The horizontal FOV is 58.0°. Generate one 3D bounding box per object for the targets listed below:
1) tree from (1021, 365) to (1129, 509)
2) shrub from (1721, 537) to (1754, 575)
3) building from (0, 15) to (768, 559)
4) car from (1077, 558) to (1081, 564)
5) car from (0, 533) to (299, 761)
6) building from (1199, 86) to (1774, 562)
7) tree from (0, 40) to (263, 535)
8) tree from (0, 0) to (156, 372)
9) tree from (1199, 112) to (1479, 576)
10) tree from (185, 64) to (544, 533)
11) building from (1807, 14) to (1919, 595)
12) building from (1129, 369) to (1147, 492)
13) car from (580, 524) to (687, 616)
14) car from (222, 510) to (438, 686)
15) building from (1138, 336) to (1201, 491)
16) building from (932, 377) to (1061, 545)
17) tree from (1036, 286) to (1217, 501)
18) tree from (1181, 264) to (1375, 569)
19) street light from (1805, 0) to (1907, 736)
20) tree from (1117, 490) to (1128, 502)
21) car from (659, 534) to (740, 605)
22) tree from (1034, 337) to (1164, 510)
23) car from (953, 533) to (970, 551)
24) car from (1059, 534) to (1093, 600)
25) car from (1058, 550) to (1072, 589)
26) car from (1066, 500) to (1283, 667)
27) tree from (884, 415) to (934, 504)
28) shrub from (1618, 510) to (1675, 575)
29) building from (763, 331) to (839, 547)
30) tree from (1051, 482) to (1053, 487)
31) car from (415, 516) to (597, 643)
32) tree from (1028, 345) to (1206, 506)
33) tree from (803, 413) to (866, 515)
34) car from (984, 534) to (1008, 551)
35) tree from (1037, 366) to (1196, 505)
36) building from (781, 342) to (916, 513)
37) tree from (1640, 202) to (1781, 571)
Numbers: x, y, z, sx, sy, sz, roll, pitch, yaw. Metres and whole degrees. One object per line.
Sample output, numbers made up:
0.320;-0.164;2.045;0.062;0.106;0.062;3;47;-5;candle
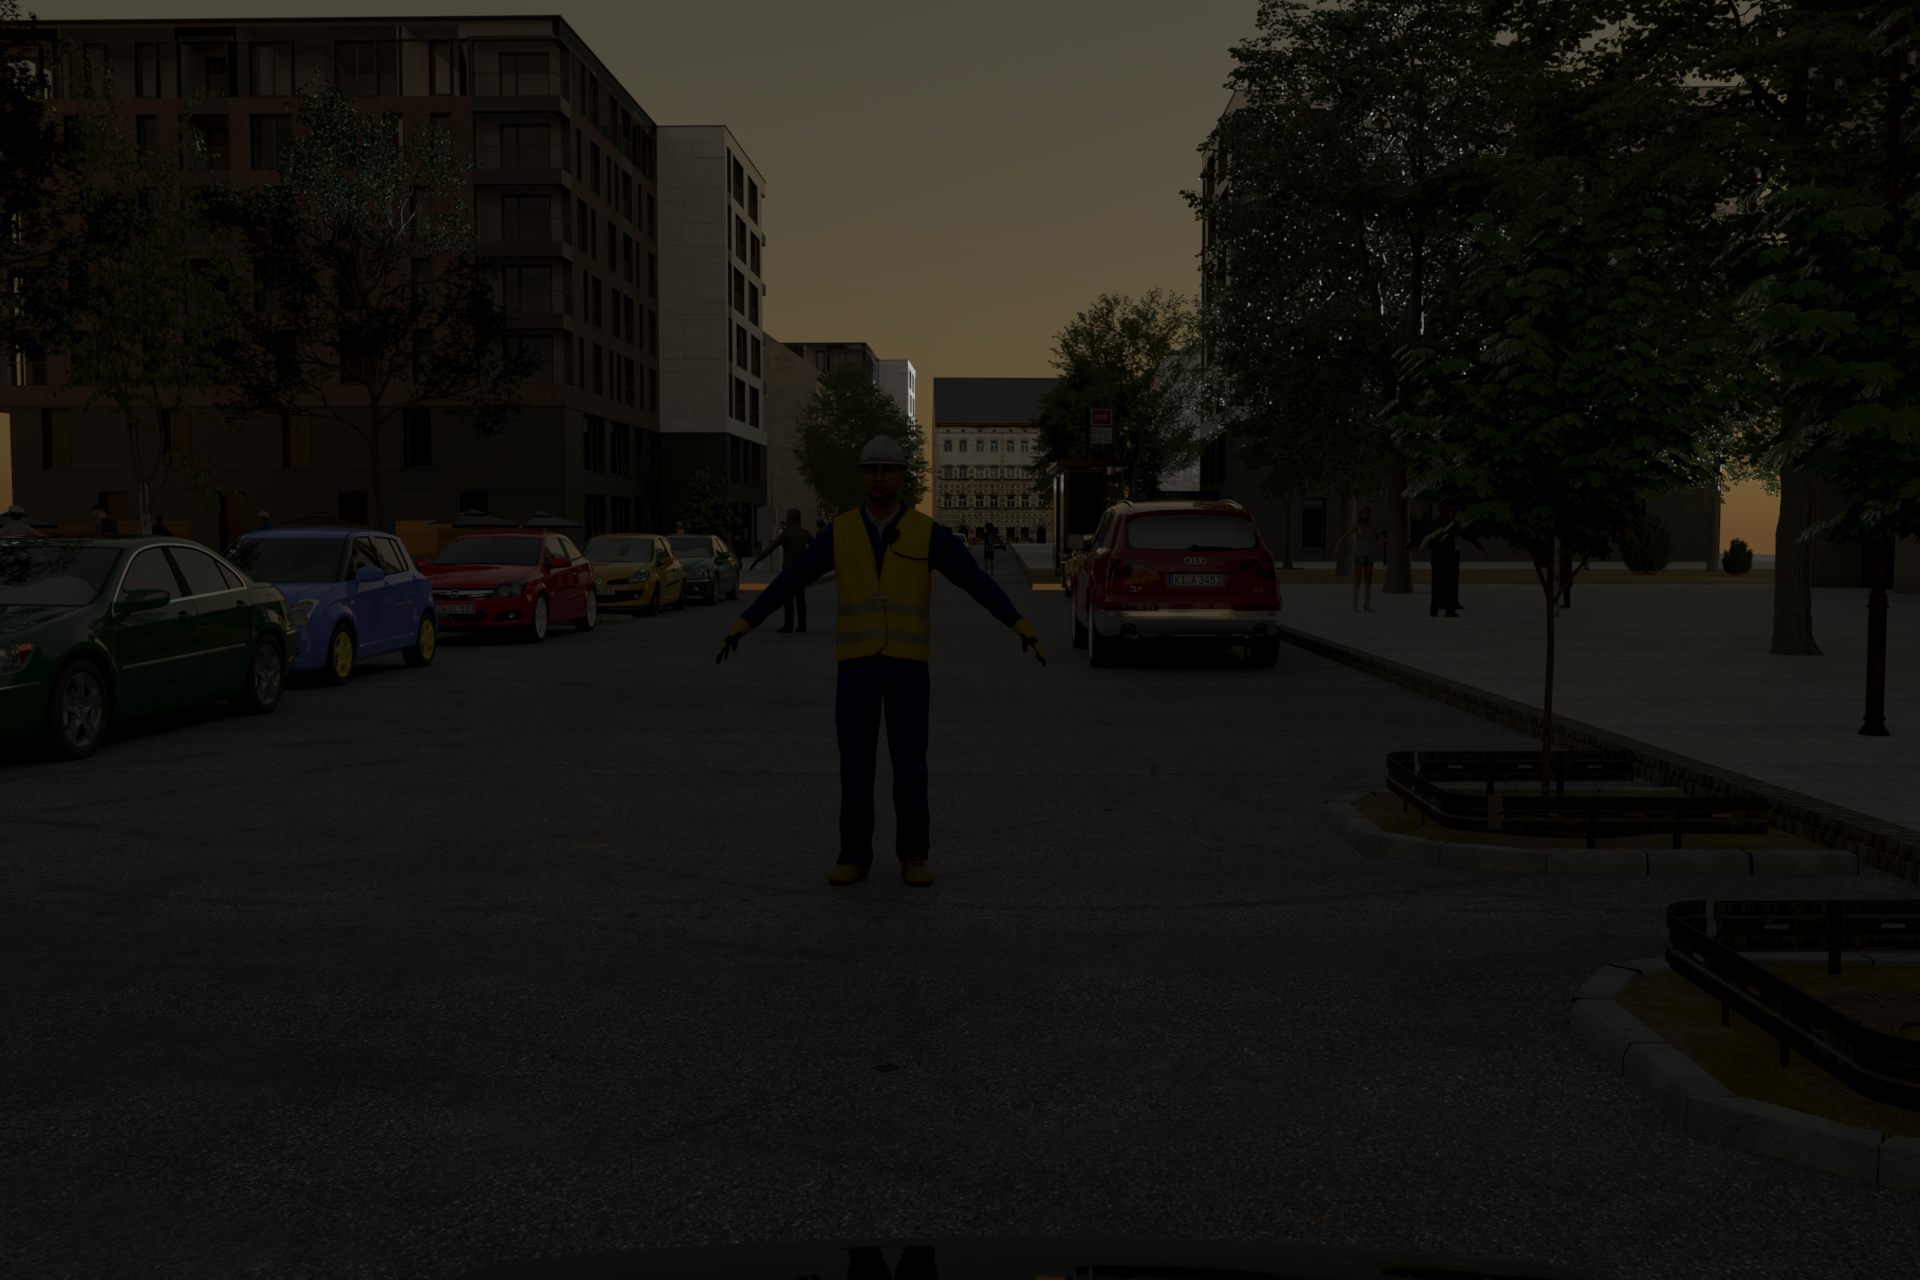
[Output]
7.960;-12.120;116.292;7.486;12.596;7.792;0;3;0;tree
24.108;-2.606;53.717;1.383;1.207;1.383;0;3;0;shrub
-25.703;-14.754;85.203;27.936;21.610;32.646;0;4;2;building
3.006;-1.167;29.296;2.015;1.641;3.980;0;4;1;car
-6.440;-0.040;12.458;2.131;1.459;4.920;0;4;1;car
27.029;-15.408;95.894;27.936;21.610;32.646;0;4;2;building
-12.509;-4.644;26.287;4.737;8.622;4.395;0;3;0;tree
-12.510;-5.133;18.329;7.601;10.594;8.767;-2;4;-33;tree
11.828;-8.949;52.972;9.857;13.997;8.962;0;3;0;tree
-12.162;-6.176;35.384;7.601;10.594;8.767;-1;4;-17;tree
29.199;-13.499;22.865;24.374;26.755;37.873;0;4;2;building
28.434;-20.000;193.462;16.747;18.905;31.486;0;4;1;building
-6.086;-1.293;31.369;2.015;1.641;3.980;0;4;1;car
-6.623;-0.483;17.481;1.945;1.707;3.694;0;4;2;car
27.572;-20.569;167.225;19.493;23.208;18.063;0;4;1;building
5.339;-24.957;241.434;18.063;23.208;19.493;0;4;-2;building
7.102;-9.040;73.566;9.928;11.665;9.643;0;3;0;tree
11.902;-8.388;62.906;9.928;11.665;9.643;0;3;0;tree
5.840;-2.330;10.889;0.468;5.910;1.993;0;4;2;street light
23.874;-18.428;235.704;7.601;10.594;8.767;0;4;-2;tree
-5.780;-1.504;36.381;2.131;1.459;4.920;0;4;1;car
7.961;-11.139;100.242;7.486;12.596;7.792;0;3;0;tree
-0.346;-5.815;103.877;1.959;1.807;4.718;0;4;1;car
3.240;-1.735;38.583;2.015;1.641;3.980;0;4;0;car
3.528;-1.952;44.492;1.945;1.354;3.894;0;4;0;car
2.414;-0.704;20.184;2.281;1.827;5.304;0;4;0;car
-6.143;-13.720;150.082;9.928;11.665;9.643;0;3;0;tree
21.751;-3.112;54.926;1.661;2.075;1.752;0;3;0;shrub
-22.332;-20.821;171.357;19.493;23.208;18.063;0;4;2;building
9.523;-11.907;145.048;4.360;8.622;3.978;0;3;0;tree
-6.350;-0.922;24.107;2.155;1.783;4.494;0;4;2;car
7.482;-9.074;82.779;8.767;10.594;7.601;0;4;2;tree
-6.937;-9.461;105.056;4.360;8.622;3.978;0;3;0;tree
2.973;-8.207;143.973;2.009;1.686;4.222;0;4;0;car
8.293;-9.638;91.996;8.767;10.594;7.601;0;4;3;tree
-20.022;-21.847;201.176;27.936;21.610;32.646;0;4;2;building
26.498;-8.667;59.830;7.486;12.596;7.792;0;3;0;tree
